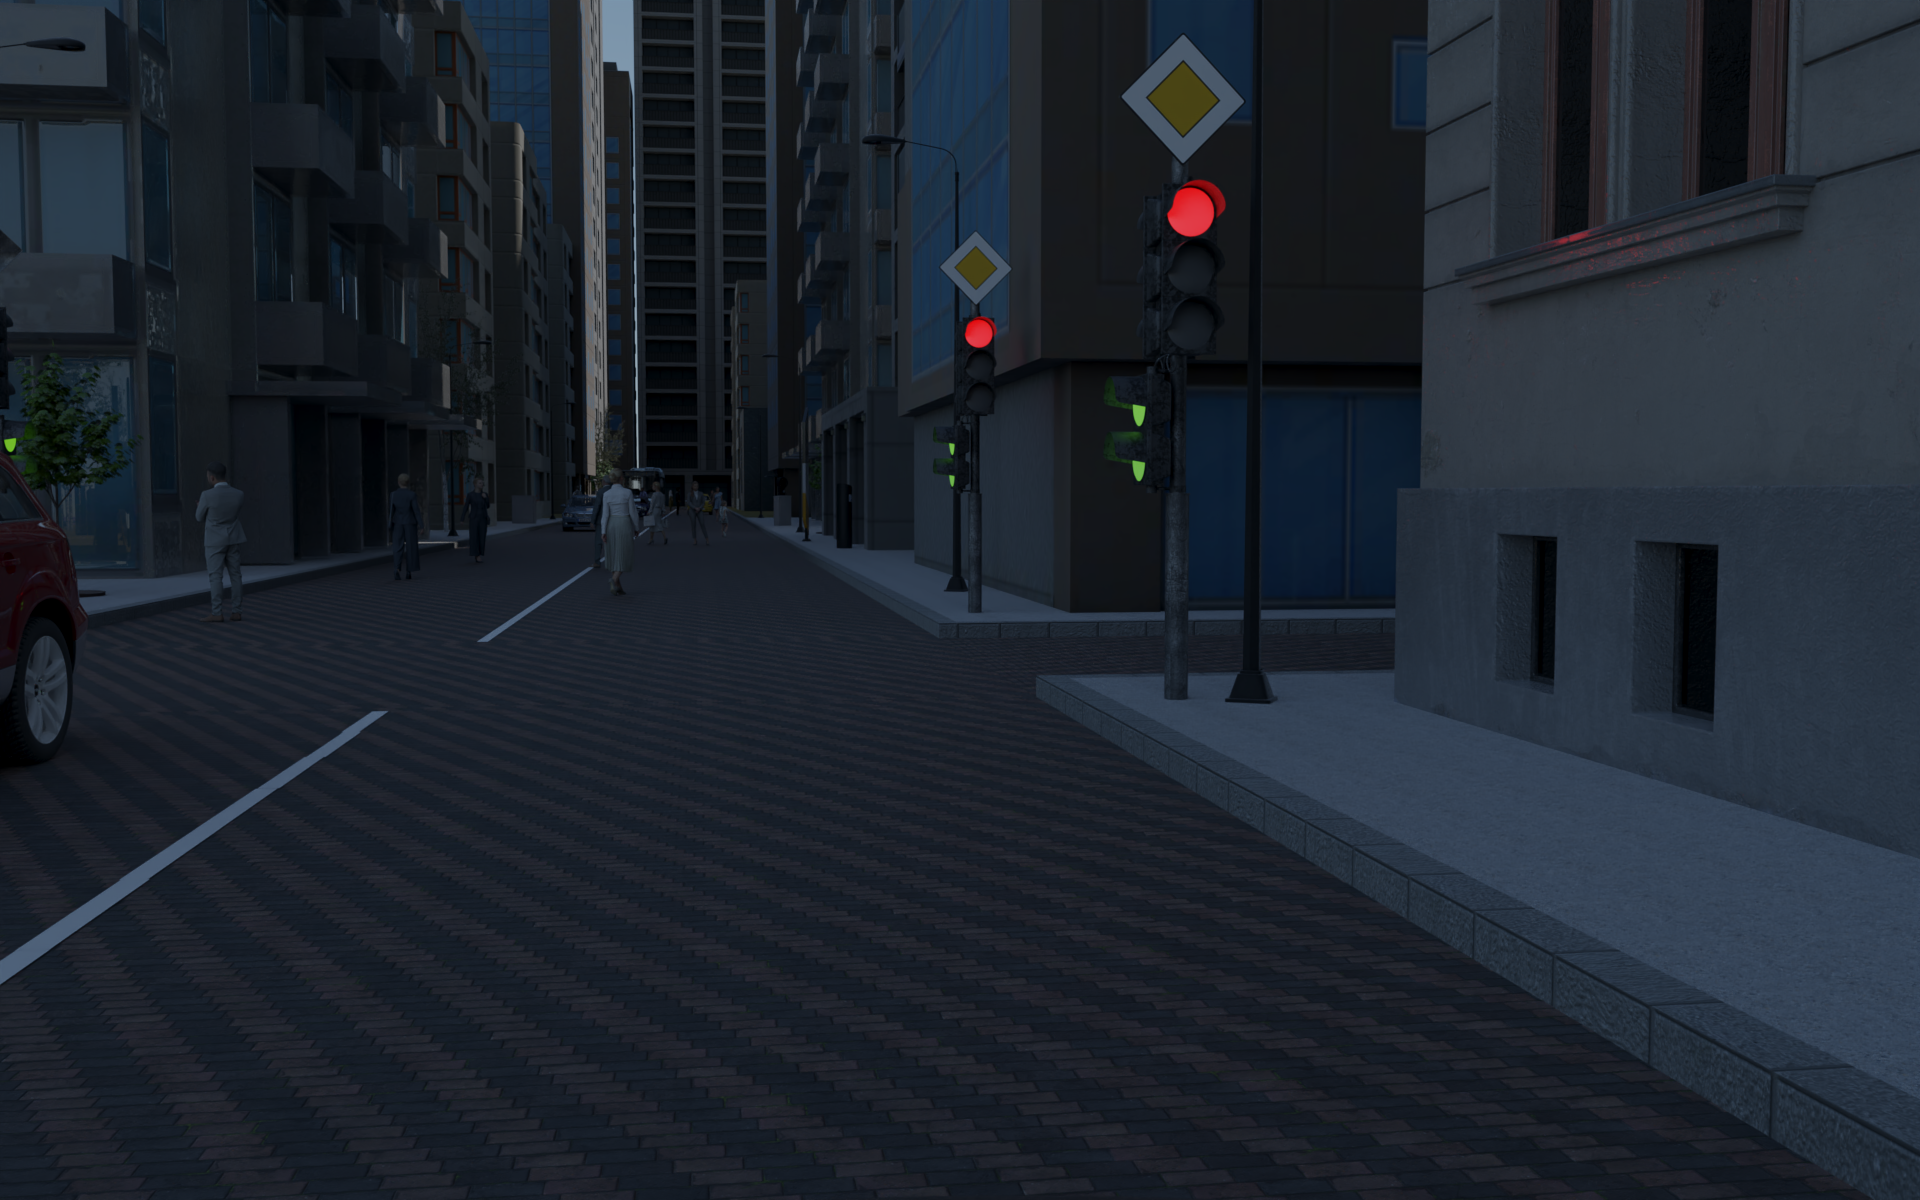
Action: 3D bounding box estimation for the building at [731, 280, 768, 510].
[{"bbox_3d":[-6.416,-19.029,156.168,27.650,21.520,28.899,-1,4,-9],"label":"building"}]

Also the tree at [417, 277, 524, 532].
[{"bbox_3d":[-17.145,-6.598,58.233,4.360,8.622,3.978,0,3,0],"label":"tree"}]

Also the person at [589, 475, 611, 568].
[{"bbox_3d":[-6.949,-1.535,33.769,0.590,1.801,0.661,3,5,43],"label":"person"}]

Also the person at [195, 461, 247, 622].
[{"bbox_3d":[-8.355,-0.663,19.524,0.466,1.800,0.511,1,4,23],"label":"person"}]

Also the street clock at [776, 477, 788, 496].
[{"bbox_3d":[-7.556,-4.223,73.609,0.471,2.002,0.358,-3,5,-40],"label":"street clock"}]

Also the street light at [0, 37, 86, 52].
[{"bbox_3d":[-9.599,-2.762,17.706,1.470,5.913,1.316,-1,4,-9],"label":"street light"}]

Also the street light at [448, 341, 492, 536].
[{"bbox_3d":[-14.848,-4.887,52.451,1.470,5.913,1.316,-1,4,-9],"label":"street light"}]

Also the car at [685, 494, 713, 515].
[{"bbox_3d":[-17.974,-6.694,119.667,2.015,1.641,3.980,-1,4,-10],"label":"car"}]

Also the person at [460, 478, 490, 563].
[{"bbox_3d":[-10.136,-1.674,36.284,0.534,1.772,0.576,3,4,37],"label":"person"}]

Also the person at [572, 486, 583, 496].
[{"bbox_3d":[-18.432,-4.590,83.653,0.679,1.850,0.850,2,4,24],"label":"person"}]

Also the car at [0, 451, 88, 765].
[{"bbox_3d":[-5.678,0.064,7.633,2.281,1.827,5.304,0,4,-7],"label":"car"}]

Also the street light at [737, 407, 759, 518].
[{"bbox_3d":[-11.163,-7.322,92.252,1.470,5.913,1.316,-1,4,-9],"label":"street light"}]

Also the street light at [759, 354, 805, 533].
[{"bbox_3d":[-5.858,-5.203,57.611,1.470,5.913,1.316,-1,4,-9],"label":"street light"}]

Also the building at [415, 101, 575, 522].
[{"bbox_3d":[-38.258,-15.815,103.615,27.650,21.520,28.899,-1,4,-9],"label":"building"}]

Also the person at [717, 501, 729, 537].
[{"bbox_3d":[-7.950,-2.706,57.758,0.505,1.210,0.382,2,4,31],"label":"person"}]

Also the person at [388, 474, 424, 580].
[{"bbox_3d":[-9.261,-1.224,28.940,0.576,1.772,0.534,-1,4,-20],"label":"person"}]

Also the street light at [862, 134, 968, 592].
[{"bbox_3d":[-0.576,-3.062,22.609,1.470,5.913,1.316,-1,4,-9],"label":"street light"}]

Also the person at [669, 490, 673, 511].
[{"bbox_3d":[-23.732,-8.163,142.692,0.721,1.736,1.217,-1,4,-10],"label":"person"}]

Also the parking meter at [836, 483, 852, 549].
[{"bbox_3d":[-2.733,-1.988,40.917,0.372,1.533,0.369,0,3,0],"label":"parking meter"}]

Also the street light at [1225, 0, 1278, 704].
[{"bbox_3d":[1.273,-2.321,10.496,1.470,5.913,1.316,-1,4,-9],"label":"street light"}]

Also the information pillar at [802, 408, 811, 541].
[{"bbox_3d":[-4.170,-3.392,46.815,0.183,3.616,0.504,0,4,5],"label":"information pillar"}]

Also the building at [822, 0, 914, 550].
[{"bbox_3d":[7.300,-37.011,43.389,20.563,71.187,20.611,-1,4,-9],"label":"building"}]

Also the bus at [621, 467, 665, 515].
[{"bbox_3d":[-21.408,-7.476,117.090,2.948,3.499,13.247,0,4,-8],"label":"bus"}]

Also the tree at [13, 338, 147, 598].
[{"bbox_3d":[-11.309,-1.646,21.513,1.663,3.219,1.824,0,3,0],"label":"tree"}]

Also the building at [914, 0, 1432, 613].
[{"bbox_3d":[6.836,-22.914,24.749,14.200,45.320,14.600,-1,4,-9],"label":"building"}]

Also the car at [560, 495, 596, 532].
[{"bbox_3d":[-14.593,-3.418,67.881,2.014,1.417,4.499,-1,4,-9],"label":"car"}]

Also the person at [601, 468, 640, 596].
[{"bbox_3d":[-4.830,-0.961,24.445,0.478,1.798,0.641,1,4,16],"label":"person"}]

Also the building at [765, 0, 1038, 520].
[{"bbox_3d":[-4.131,-27.589,101.193,14.600,45.320,14.200,-1,4,-9],"label":"building"}]

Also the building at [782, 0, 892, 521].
[{"bbox_3d":[4.243,-28.003,77.453,23.786,49.044,30.456,-1,4,-9],"label":"building"}]

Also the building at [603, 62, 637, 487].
[{"bbox_3d":[-40.986,-32.366,179.301,14.200,45.320,14.600,-1,4,-9],"label":"building"}]

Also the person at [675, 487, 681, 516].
[{"bbox_3d":[-18.378,-6.420,113.098,0.705,1.869,1.348,0,4,-5],"label":"person"}]

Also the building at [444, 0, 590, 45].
[{"bbox_3d":[-34.069,-29.062,125.270,14.600,45.320,14.200,-1,4,-9],"label":"building"}]

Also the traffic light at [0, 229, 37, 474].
[{"bbox_3d":[-9.655,-1.726,17.144,0.839,4.253,0.868,-1,4,-9],"label":"traffic light"}]

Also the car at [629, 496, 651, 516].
[{"bbox_3d":[-18.594,-5.312,99.425,1.945,1.354,3.894,0,4,-7],"label":"car"}]

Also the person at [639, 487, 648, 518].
[{"bbox_3d":[-19.268,-5.897,104.778,0.709,1.838,0.599,2,4,33],"label":"person"}]

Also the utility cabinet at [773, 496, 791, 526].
[{"bbox_3d":[-7.231,-3.629,70.503,0.306,1.237,1.020,1,4,22],"label":"utility cabinet"}]

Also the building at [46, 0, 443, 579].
[{"bbox_3d":[-23.546,-25.461,35.894,23.786,49.044,30.456,-1,4,-9],"label":"building"}]

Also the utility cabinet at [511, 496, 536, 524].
[{"bbox_3d":[-18.984,-3.930,75.424,1.020,1.237,0.306,1,4,11],"label":"utility cabinet"}]

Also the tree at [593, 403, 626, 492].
[{"bbox_3d":[-28.732,-11.465,137.820,4.360,8.622,3.978,0,3,0],"label":"tree"}]

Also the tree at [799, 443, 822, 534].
[{"bbox_3d":[-4.151,-3.764,56.144,1.663,3.219,1.824,0,3,0],"label":"tree"}]

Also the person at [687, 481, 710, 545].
[{"bbox_3d":[-7.329,-2.429,48.493,0.520,1.790,0.573,-2,4,-35],"label":"person"}]

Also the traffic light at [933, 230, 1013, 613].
[{"bbox_3d":[0.143,-1.817,18.633,0.839,4.253,0.868,-1,4,-9],"label":"traffic light"}]

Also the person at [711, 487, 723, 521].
[{"bbox_3d":[-12.679,-5.009,90.487,0.616,1.811,0.778,0,4,3],"label":"person"}]

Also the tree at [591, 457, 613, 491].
[{"bbox_3d":[-30.014,-9.725,142.717,4.285,4.588,4.351,0,3,0],"label":"tree"}]

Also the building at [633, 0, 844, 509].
[{"bbox_3d":[-23.963,-45.670,184.951,20.611,71.187,20.563,-1,4,-9],"label":"building"}]

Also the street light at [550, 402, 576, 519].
[{"bbox_3d":[-20.058,-7.030,87.487,1.470,5.913,1.316,-1,4,-9],"label":"street light"}]

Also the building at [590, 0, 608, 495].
[{"bbox_3d":[-42.595,-43.773,153.936,20.611,71.187,20.563,-1,4,-9],"label":"building"}]

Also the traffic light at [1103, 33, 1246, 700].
[{"bbox_3d":[1.334,-1.334,10.737,0.839,4.253,0.868,-1,4,-9],"label":"traffic light"}]

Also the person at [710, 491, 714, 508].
[{"bbox_3d":[-23.866,-9.629,166.481,0.434,1.755,0.990,1,4,18],"label":"person"}]

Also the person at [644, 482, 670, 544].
[{"bbox_3d":[-8.612,-2.469,49.226,0.624,1.780,0.694,3,5,40],"label":"person"}]

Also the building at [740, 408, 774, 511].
[{"bbox_3d":[-4.331,-49.588,123.432,22.319,86.520,31.000,-1,4,-9],"label":"building"}]

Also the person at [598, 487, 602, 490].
[{"bbox_3d":[-18.731,-4.999,90.465,0.641,1.798,0.478,-2,4,-23],"label":"person"}]

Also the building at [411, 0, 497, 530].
[{"bbox_3d":[-33.306,-13.961,73.299,27.650,21.520,28.899,-1,4,-9],"label":"building"}]
